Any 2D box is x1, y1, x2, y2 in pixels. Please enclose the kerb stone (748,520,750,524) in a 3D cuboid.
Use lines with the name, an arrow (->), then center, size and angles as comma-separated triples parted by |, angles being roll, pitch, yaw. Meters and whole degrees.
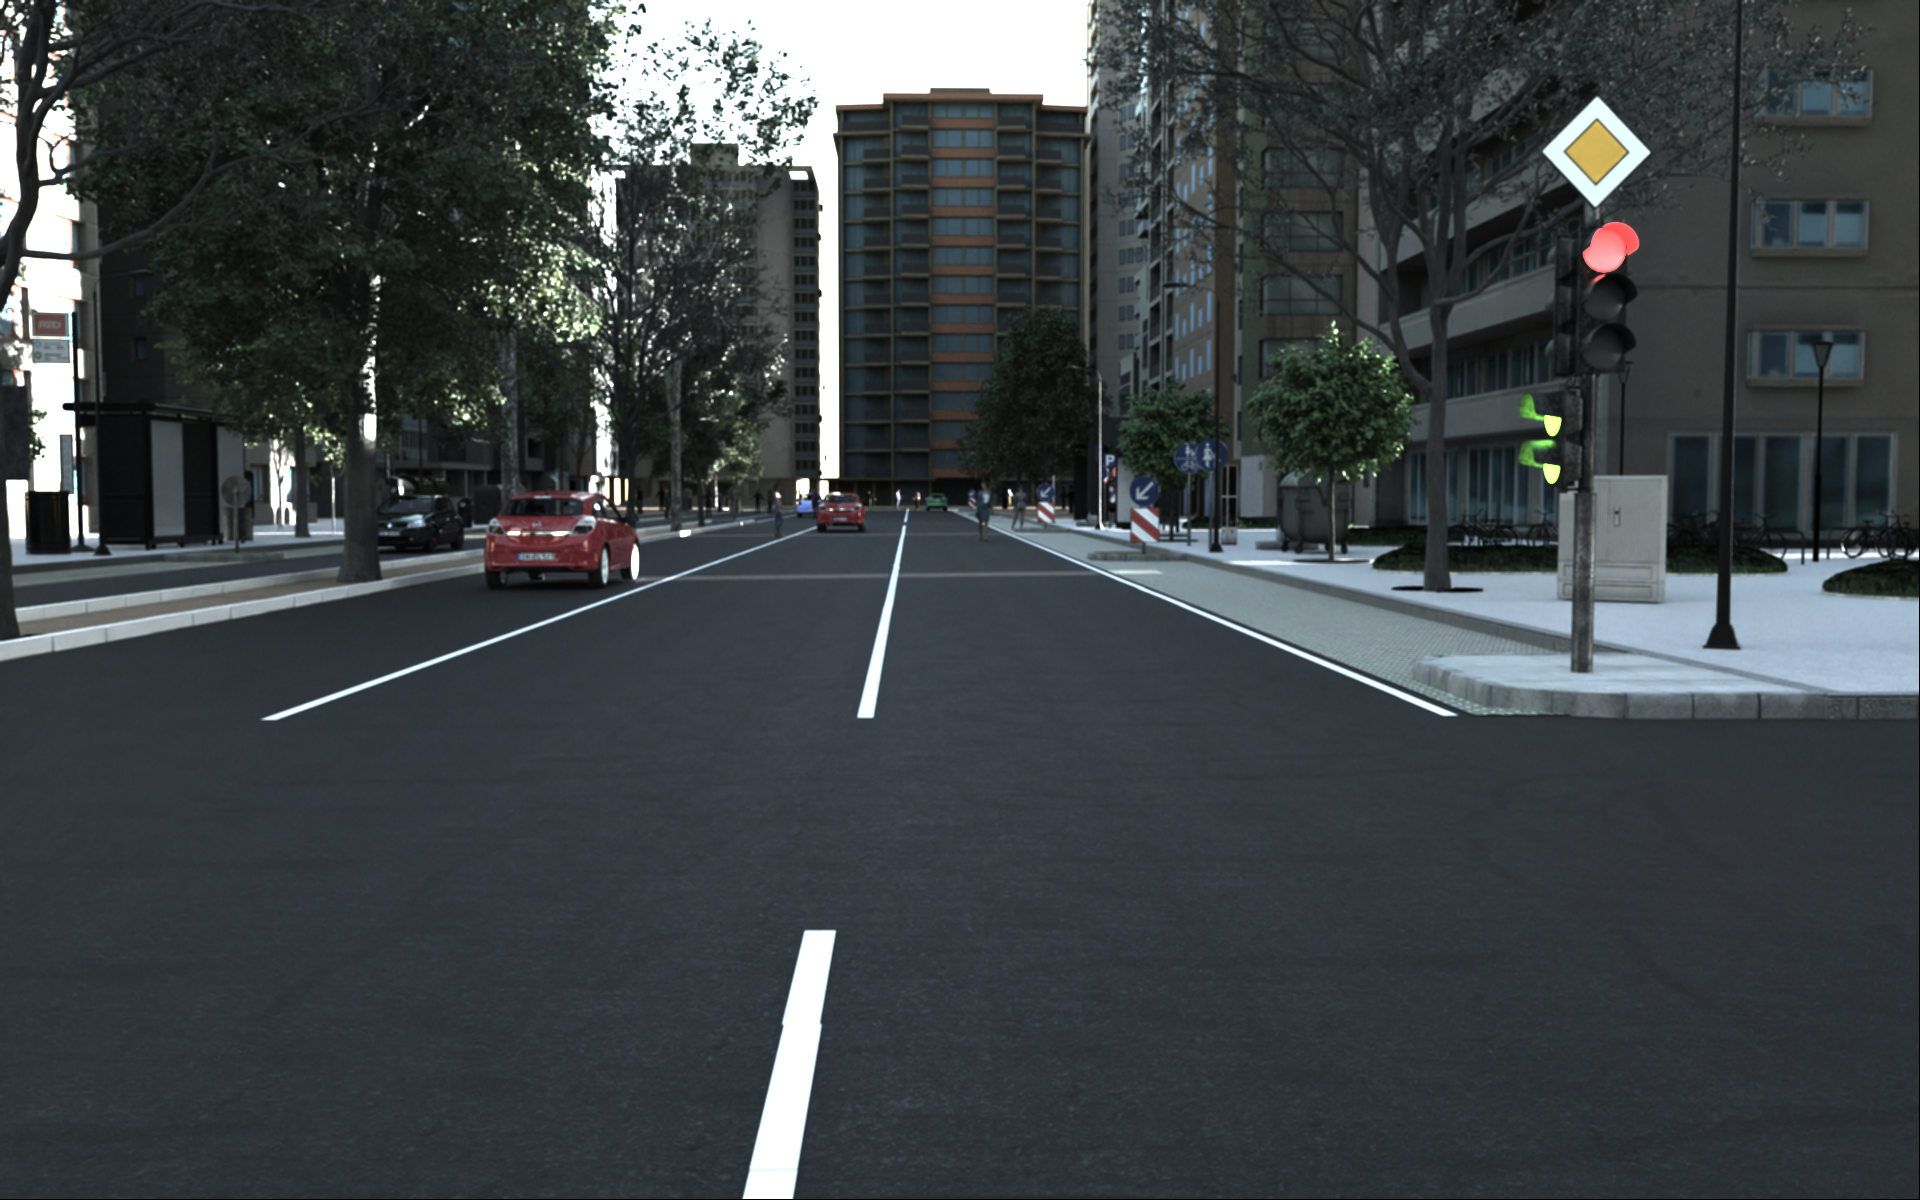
kerb stone -> -10.173, -3.651, 81.929 | 0.120, 0.150, 1.000 | 0, 4, -2

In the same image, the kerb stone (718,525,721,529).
kerb stone -> -9.824, -2.899, 69.610 | 0.120, 0.150, 1.000 | 0, 4, -2

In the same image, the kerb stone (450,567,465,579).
kerb stone -> -8.695, -0.453, 29.599 | 0.120, 0.150, 1.000 | 0, 4, -2

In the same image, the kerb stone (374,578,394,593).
kerb stone -> -8.580, -0.194, 25.505 | 0.120, 0.150, 1.000 | 0, 4, -2

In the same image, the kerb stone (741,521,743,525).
kerb stone -> -10.091, -3.465, 78.852 | 0.120, 0.150, 1.000 | 0, 4, -2

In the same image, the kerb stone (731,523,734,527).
kerb stone -> -9.964, -3.213, 74.733 | 0.120, 0.150, 1.000 | 0, 4, -2

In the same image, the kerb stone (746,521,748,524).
kerb stone -> -10.141, -3.590, 80.896 | 0.120, 0.150, 1.000 | 0, 4, -2

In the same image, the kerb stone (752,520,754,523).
kerb stone -> -10.231, -3.779, 83.976 | 0.120, 0.150, 1.000 | 0, 4, -2

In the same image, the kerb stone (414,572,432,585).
kerb stone -> -8.636, -0.327, 27.551 | 0.120, 0.150, 1.000 | 0, 4, -2

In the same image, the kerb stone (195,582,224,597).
kerb stone -> -10.644, -0.133, 24.365 | 0.120, 0.150, 1.000 | 0, 4, -2

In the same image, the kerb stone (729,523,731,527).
kerb stone -> -9.946, -3.150, 73.704 | 0.120, 0.150, 1.000 | 0, 4, -2

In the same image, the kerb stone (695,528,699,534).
kerb stone -> -9.622, -2.461, 62.427 | 0.120, 0.150, 1.000 | 0, 4, -2

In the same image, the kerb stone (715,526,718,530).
kerb stone -> -9.793, -2.836, 68.585 | 0.120, 0.150, 1.000 | 0, 4, -2

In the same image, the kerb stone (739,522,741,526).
kerb stone -> -10.060, -3.402, 77.822 | 0.120, 0.150, 1.000 | 0, 4, -2

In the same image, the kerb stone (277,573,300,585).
kerb stone -> -10.735, -0.321, 27.442 | 0.120, 0.150, 1.000 | 0, 4, -2

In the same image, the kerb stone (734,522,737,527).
kerb stone -> -9.996, -3.272, 75.757 | 0.120, 0.150, 1.000 | 0, 4, -2

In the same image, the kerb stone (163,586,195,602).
kerb stone -> -10.613, -0.070, 23.343 | 0.120, 0.150, 1.000 | 0, 4, -2

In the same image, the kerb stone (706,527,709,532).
kerb stone -> -9.712, -2.647, 65.502 | 0.120, 0.150, 1.000 | 0, 4, -2

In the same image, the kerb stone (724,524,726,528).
kerb stone -> -9.881, -3.025, 71.654 | 0.120, 0.150, 1.000 | 0, 4, -2

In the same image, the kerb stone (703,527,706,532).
kerb stone -> -9.683, -2.586, 64.476 | 0.120, 0.150, 1.000 | 0, 4, -2

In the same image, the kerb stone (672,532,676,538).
kerb stone -> -9.447, -2.085, 56.281 | 0.120, 0.150, 1.000 | 0, 4, -2

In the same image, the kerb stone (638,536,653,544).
kerb stone -> -9.292, -1.768, 51.151 | 0.120, 0.150, 1.000 | 0, 4, -2

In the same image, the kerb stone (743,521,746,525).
kerb stone -> -10.116, -3.527, 79.874 | 0.120, 0.150, 1.000 | 0, 4, -2

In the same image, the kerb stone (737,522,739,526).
kerb stone -> -10.022, -3.339, 76.788 | 0.120, 0.150, 1.000 | 0, 4, -2

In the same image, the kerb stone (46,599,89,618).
kerb stone -> -10.530, 0.118, 20.274 | 0.120, 0.150, 1.000 | 0, 4, -2

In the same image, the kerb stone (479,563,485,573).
kerb stone -> -8.752, -0.579, 31.655 | 0.120, 0.150, 1.000 | 0, 4, -2

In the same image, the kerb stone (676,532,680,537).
kerb stone -> -9.483, -2.148, 57.307 | 0.120, 0.150, 1.000 | 0, 4, -2

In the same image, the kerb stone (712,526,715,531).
kerb stone -> -9.761, -2.772, 67.564 | 0.120, 0.150, 1.000 | 0, 4, -2

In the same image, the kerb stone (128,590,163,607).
kerb stone -> -10.584, -0.008, 22.319 | 0.120, 0.150, 1.000 | 0, 4, -2

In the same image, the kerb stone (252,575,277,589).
kerb stone -> -10.703, -0.258, 26.421 | 0.120, 0.150, 1.000 | 0, 4, -2

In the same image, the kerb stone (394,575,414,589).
kerb stone -> -8.608, -0.262, 26.529 | 0.120, 0.150, 1.000 | 0, 4, -2

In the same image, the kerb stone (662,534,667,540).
kerb stone -> -9.390, -1.956, 54.223 | 0.120, 0.150, 1.000 | 0, 4, -2

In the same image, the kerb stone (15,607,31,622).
kerb stone -> -10.498, 0.180, 19.252 | 0.120, 0.150, 1.000 | 0, 4, -2

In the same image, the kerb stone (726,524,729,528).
kerb stone -> -9.915, -3.088, 72.682 | 0.120, 0.150, 1.000 | 0, 4, -2

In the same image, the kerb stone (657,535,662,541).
kerb stone -> -9.358, -1.896, 53.198 | 0.120, 0.150, 1.000 | 0, 4, -2

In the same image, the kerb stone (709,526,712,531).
kerb stone -> -9.741, -2.710, 66.531 | 0.120, 0.150, 1.000 | 0, 4, -2

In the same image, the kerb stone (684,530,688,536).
kerb stone -> -9.542, -2.273, 59.362 | 0.120, 0.150, 1.000 | 0, 4, -2

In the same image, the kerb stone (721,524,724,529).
kerb stone -> -9.854, -2.958, 70.632 | 0.120, 0.150, 1.000 | 0, 4, -2

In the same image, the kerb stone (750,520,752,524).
kerb stone -> -10.204, -3.713, 82.954 | 0.120, 0.150, 1.000 | 0, 4, -2

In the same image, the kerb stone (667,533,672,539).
kerb stone -> -9.408, -2.022, 55.260 | 0.120, 0.150, 1.000 | 0, 4, -2

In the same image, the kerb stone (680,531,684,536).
kerb stone -> -9.505, -2.211, 58.338 | 0.120, 0.150, 1.000 | 0, 4, -2

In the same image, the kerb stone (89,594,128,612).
kerb stone -> -10.556, 0.055, 21.296 | 0.120, 0.150, 1.000 | 0, 4, -2

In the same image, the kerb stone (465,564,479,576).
kerb stone -> -8.728, -0.508, 30.624 | 0.120, 0.150, 1.000 | 0, 4, -2

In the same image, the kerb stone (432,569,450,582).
kerb stone -> -8.658, -0.390, 28.573 | 0.120, 0.150, 1.000 | 0, 4, -2

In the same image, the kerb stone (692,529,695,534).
kerb stone -> -9.593, -2.398, 61.406 | 0.120, 0.150, 1.000 | 0, 4, -2

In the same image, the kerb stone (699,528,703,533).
kerb stone -> -9.644, -2.524, 63.455 | 0.120, 0.150, 1.000 | 0, 4, -2

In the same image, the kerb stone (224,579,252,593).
kerb stone -> -10.666, -0.196, 25.395 | 0.120, 0.150, 1.000 | 0, 4, -2

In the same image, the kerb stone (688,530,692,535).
kerb stone -> -9.559, -2.336, 60.384 | 0.120, 0.150, 1.000 | 0, 4, -2

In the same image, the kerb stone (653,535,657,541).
kerb stone -> -9.330, -1.830, 52.176 | 0.120, 0.150, 1.000 | 0, 4, -2
